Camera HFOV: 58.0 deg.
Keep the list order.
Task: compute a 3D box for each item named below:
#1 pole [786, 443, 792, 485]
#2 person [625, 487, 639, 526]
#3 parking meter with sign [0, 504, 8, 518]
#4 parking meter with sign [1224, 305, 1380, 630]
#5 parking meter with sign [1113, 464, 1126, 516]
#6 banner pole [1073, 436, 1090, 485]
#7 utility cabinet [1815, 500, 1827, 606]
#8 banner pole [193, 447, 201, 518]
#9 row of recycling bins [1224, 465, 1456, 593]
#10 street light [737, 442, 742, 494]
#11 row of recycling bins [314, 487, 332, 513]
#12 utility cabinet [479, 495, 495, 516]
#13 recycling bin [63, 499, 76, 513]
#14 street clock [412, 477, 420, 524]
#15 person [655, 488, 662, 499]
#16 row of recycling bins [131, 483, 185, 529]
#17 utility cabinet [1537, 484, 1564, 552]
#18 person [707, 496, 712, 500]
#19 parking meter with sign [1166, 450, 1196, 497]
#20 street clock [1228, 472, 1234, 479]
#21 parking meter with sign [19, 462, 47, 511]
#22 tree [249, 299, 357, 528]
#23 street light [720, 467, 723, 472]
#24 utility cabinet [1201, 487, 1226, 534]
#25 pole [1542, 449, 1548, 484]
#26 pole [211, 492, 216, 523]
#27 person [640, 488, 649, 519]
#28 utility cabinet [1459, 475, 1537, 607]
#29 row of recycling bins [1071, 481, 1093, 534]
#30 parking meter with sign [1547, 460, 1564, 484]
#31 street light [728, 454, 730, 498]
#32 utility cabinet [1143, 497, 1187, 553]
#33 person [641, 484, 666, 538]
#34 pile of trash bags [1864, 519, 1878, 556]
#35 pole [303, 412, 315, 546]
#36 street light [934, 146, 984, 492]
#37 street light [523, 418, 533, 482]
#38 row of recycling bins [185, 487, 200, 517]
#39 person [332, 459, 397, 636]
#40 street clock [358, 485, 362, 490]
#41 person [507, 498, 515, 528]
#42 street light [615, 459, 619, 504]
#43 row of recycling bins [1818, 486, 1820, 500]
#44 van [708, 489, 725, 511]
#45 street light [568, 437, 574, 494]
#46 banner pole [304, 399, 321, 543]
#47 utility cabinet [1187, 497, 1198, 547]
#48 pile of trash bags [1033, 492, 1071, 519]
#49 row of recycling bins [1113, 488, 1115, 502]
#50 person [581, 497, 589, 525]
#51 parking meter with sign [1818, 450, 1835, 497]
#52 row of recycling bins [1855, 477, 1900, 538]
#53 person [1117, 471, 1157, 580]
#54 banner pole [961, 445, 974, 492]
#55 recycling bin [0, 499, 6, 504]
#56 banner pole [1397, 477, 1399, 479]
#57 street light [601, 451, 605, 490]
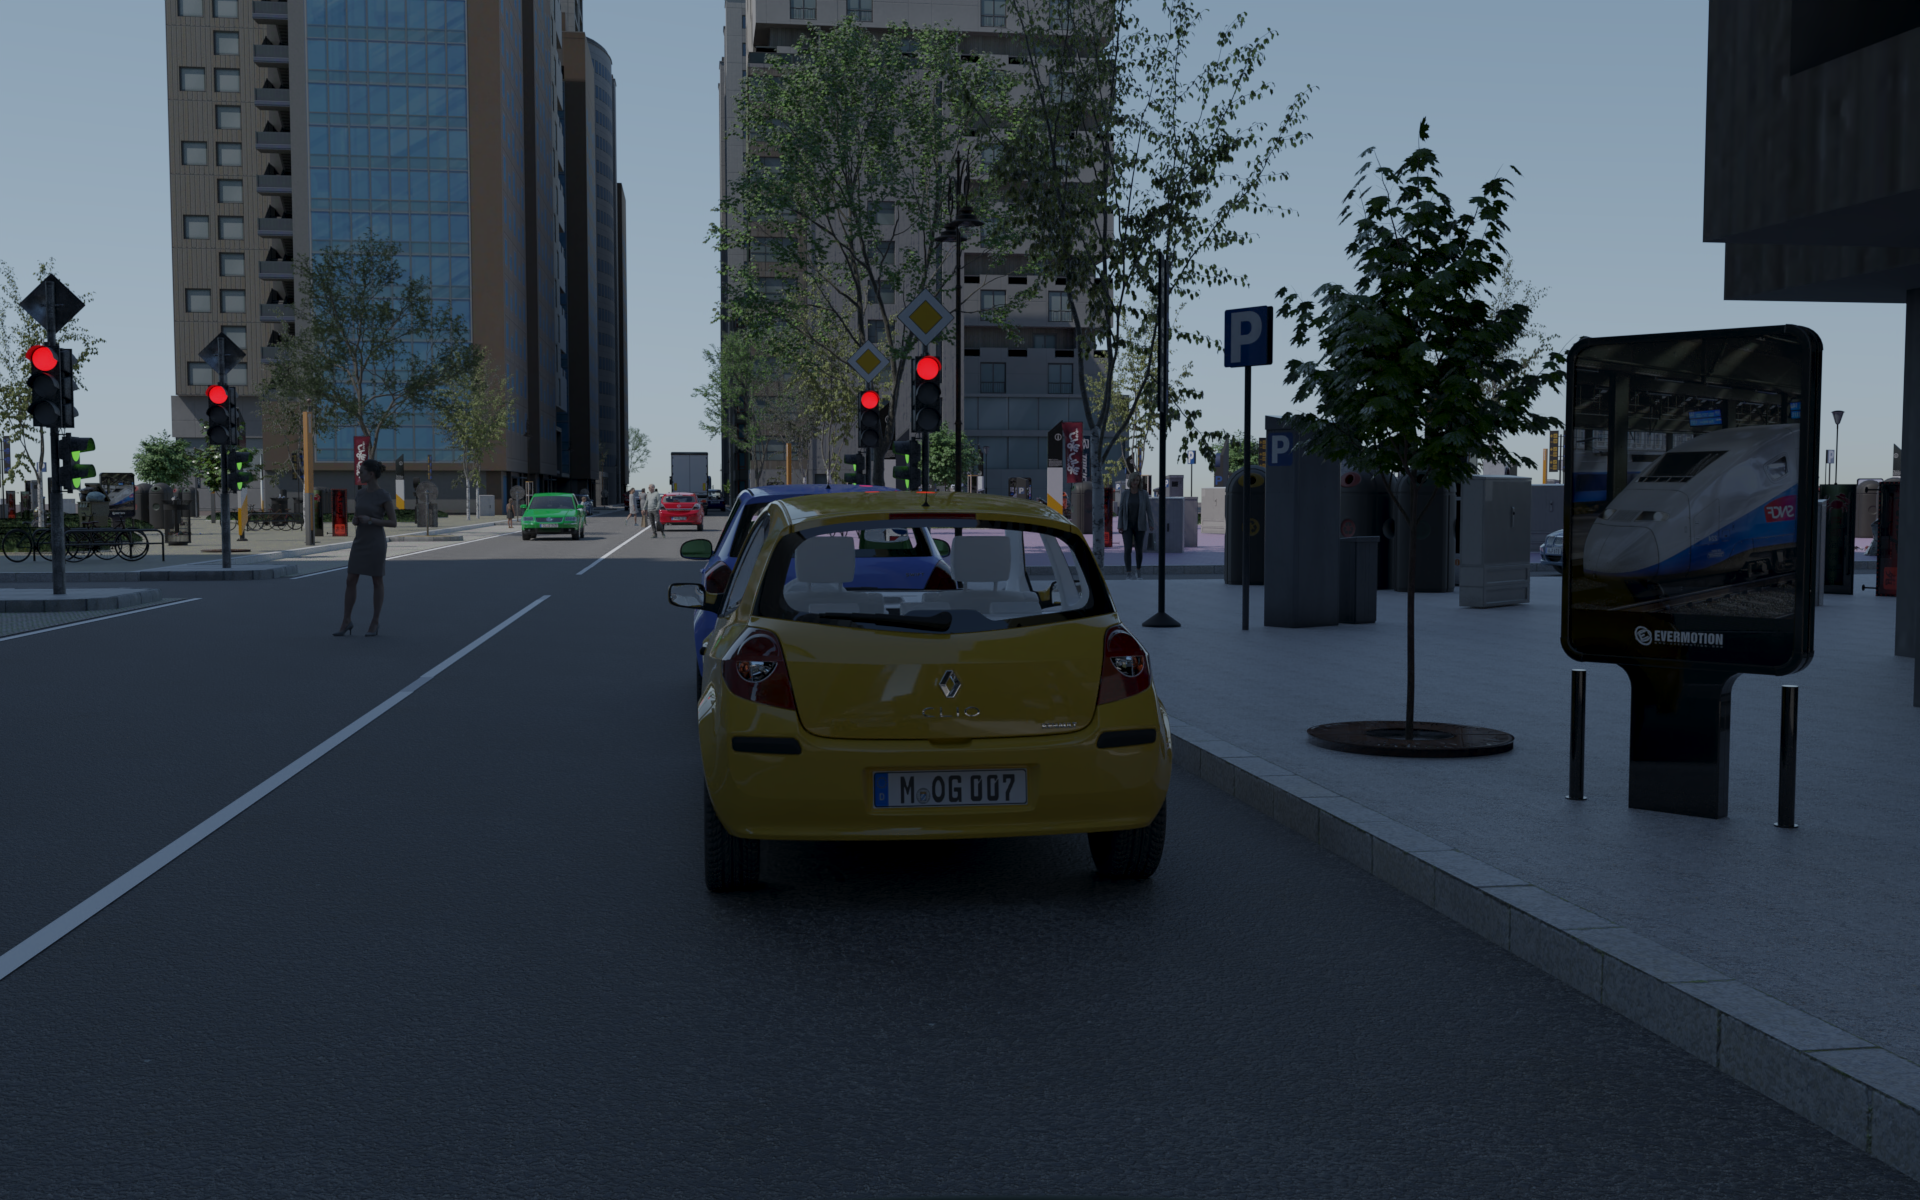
[{"bbox_3d":[-6.889,-4.646,69.812,0.158,3.312,0.155,0,3,0],"label":"pole"},{"bbox_3d":[-14.780,-4.211,78.108,0.466,1.731,0.760,2,4,32],"label":"person"},{"bbox_3d":[-40.486,-4.647,72.235,0.543,3.016,1.738,0,4,7],"label":"parking meter with sign"},{"bbox_3d":[3.351,-1.254,16.770,1.738,3.016,0.543,-3,4,-38],"label":"parking meter with sign"},{"bbox_3d":[9.258,-6.325,99.668,0.543,3.016,1.738,3,5,40],"label":"parking meter with sign"},{"bbox_3d":[4.511,-4.592,65.090,0.863,3.779,0.401,-1,4,-13],"label":"banner pole"},{"bbox_3d":[9.474,-0.550,20.148,1.020,1.237,0.306,3,4,36],"label":"utility cabinet"},{"bbox_3d":[-40.901,-6.293,92.914,0.401,3.779,0.863,0,4,-1],"label":"banner pole"},{"bbox_3d":[5.168,-1.021,23.801,3.534,1.692,1.069,3,5,44],"label":"row of recycling bins"},{"bbox_3d":[-18.829,-10.711,147.910,0.468,5.910,1.993,-1,4,-9],"label":"street light"},{"bbox_3d":[-36.142,-5.556,97.948,1.069,1.692,3.534,-1,4,-12],"label":"row of recycling bins"},{"bbox_3d":[-27.661,-5.500,101.083,0.306,1.237,1.020,3,5,39],"label":"utility cabinet"},{"bbox_3d":[-49.726,-5.126,96.360,0.722,1.027,0.722,3,4,36],"label":"recycling bin"},{"bbox_3d":[-23.304,-4.266,74.312,0.358,2.002,0.471,-1,4,-9],"label":"street clock"},{"bbox_3d":[-20.781,-6.738,118.676,1.348,1.824,0.705,2,4,34],"label":"person"},{"bbox_3d":[-30.588,-3.494,64.232,3.534,1.692,1.069,1,4,23],"label":"row of recycling bins"},{"bbox_3d":[12.798,-1.779,37.772,1.173,1.500,0.318,2,4,23],"label":"utility cabinet"},{"bbox_3d":[-19.112,-7.347,129.335,1.217,1.736,0.721,0,4,5],"label":"person"},{"bbox_3d":[8.483,-4.440,68.856,1.738,3.016,0.543,-1,4,-22],"label":"parking meter with sign"},{"bbox_3d":[9.029,-3.243,57.594,0.358,2.002,0.471,0,4,2],"label":"street clock"},{"bbox_3d":[-50.152,-5.957,93.651,0.543,3.016,1.738,0,4,7],"label":"parking meter with sign"},{"bbox_3d":[-24.991,-7.066,65.890,4.360,8.622,3.978,0,3,0],"label":"tree"},{"bbox_3d":[-31.335,-15.739,230.112,0.468,5.910,1.993,-1,4,-9],"label":"street light"},{"bbox_3d":[8.207,-2.856,55.380,0.318,1.500,1.173,-2,4,-34],"label":"utility cabinet"},{"bbox_3d":[26.197,-5.121,77.579,0.158,3.312,0.155,0,3,0],"label":"pole"},{"bbox_3d":[-32.665,-5.006,75.698,0.158,3.312,0.155,0,3,0],"label":"pole"},{"bbox_3d":[-18.155,-5.585,100.180,0.716,1.782,0.532,1,4,23],"label":"person"},{"bbox_3d":[6.129,-0.678,19.768,0.318,1.500,1.173,3,5,43],"label":"utility cabinet"},{"bbox_3d":[4.184,-3.037,56.761,1.069,1.692,3.534,0,4,6],"label":"row of recycling bins"},{"bbox_3d":[30.440,-5.655,88.718,0.543,3.016,1.738,-1,4,-12],"label":"parking meter with sign"},{"bbox_3d":[-26.214,-13.691,196.642,0.468,5.910,1.993,-1,4,-9],"label":"street light"},{"bbox_3d":[4.392,-1.640,37.970,1.020,1.237,0.306,1,4,16],"label":"utility cabinet"},{"bbox_3d":[-10.002,-2.893,56.287,0.782,1.767,0.515,2,4,28],"label":"person"},{"bbox_3d":[19.674,-1.589,35.739,1.912,1.369,3.447,3,5,39],"label":"pile of trash bags"},{"bbox_3d":[-16.188,-3.010,43.061,0.158,3.312,0.155,0,3,0],"label":"pole"},{"bbox_3d":[-0.022,-3.100,23.475,0.468,5.910,1.993,-1,4,-9],"label":"street light"},{"bbox_3d":[-26.434,-8.150,106.045,0.468,5.910,1.993,-1,4,-9],"label":"street light"},{"bbox_3d":[-44.095,-5.523,97.406,3.534,1.692,1.069,2,4,30],"label":"row of recycling bins"},{"bbox_3d":[-6.004,-0.527,17.465,0.599,1.781,0.374,1,4,19],"label":"person"},{"bbox_3d":[-35.515,-5.991,102.520,0.358,2.002,0.471,-1,4,-20],"label":"street clock"},{"bbox_3d":[-18.771,-3.620,72.361,0.362,1.253,0.373,2,4,28],"label":"person"},{"bbox_3d":[-43.875,-15.199,221.288,0.468,5.910,1.993,-1,4,-9],"label":"street light"},{"bbox_3d":[43.827,-5.208,92.258,3.534,1.692,1.069,2,4,25],"label":"row of recycling bins"},{"bbox_3d":[-21.259,-8.711,149.441,2.013,2.044,4.112,-1,4,-9],"label":"van"},{"bbox_3d":[-31.470,-10.230,140.052,0.468,5.910,1.993,-1,4,-9],"label":"street light"},{"bbox_3d":[-17.148,-3.406,45.700,0.401,3.779,0.863,-2,4,-25],"label":"banner pole"},{"bbox_3d":[5.248,-1.888,42.036,1.020,1.237,0.306,-1,4,-17],"label":"utility cabinet"},{"bbox_3d":[3.510,-4.532,83.848,3.447,1.369,1.912,0,4,3],"label":"pile of trash bags"},{"bbox_3d":[9.769,-6.164,107.889,1.069,1.692,3.534,-1,4,-16],"label":"row of recycling bins"},{"bbox_3d":[-17.291,-4.072,79.321,0.590,1.304,0.306,-2,4,-26],"label":"person"},{"bbox_3d":[33.575,-4.422,68.564,0.543,3.016,1.738,-3,4,-38],"label":"parking meter with sign"},{"bbox_3d":[27.585,-2.601,49.635,3.534,1.692,1.069,3,4,36],"label":"row of recycling bins"},{"bbox_3d":[2.947,-1.211,28.487,0.709,1.800,0.728,1,4,10],"label":"person"},{"bbox_3d":[0.261,-5.403,78.354,0.863,3.779,0.401,-1,4,-11],"label":"banner pole"},{"bbox_3d":[-54.462,-5.259,98.545,0.722,1.027,0.722,2,4,24],"label":"recycling bin"},{"bbox_3d":[19.524,-5.271,76.201,0.863,3.779,0.401,-2,4,-33],"label":"banner pole"},{"bbox_3d":[-38.743,-13.152,187.819,0.468,5.910,1.993,-1,4,-9],"label":"street light"}]
